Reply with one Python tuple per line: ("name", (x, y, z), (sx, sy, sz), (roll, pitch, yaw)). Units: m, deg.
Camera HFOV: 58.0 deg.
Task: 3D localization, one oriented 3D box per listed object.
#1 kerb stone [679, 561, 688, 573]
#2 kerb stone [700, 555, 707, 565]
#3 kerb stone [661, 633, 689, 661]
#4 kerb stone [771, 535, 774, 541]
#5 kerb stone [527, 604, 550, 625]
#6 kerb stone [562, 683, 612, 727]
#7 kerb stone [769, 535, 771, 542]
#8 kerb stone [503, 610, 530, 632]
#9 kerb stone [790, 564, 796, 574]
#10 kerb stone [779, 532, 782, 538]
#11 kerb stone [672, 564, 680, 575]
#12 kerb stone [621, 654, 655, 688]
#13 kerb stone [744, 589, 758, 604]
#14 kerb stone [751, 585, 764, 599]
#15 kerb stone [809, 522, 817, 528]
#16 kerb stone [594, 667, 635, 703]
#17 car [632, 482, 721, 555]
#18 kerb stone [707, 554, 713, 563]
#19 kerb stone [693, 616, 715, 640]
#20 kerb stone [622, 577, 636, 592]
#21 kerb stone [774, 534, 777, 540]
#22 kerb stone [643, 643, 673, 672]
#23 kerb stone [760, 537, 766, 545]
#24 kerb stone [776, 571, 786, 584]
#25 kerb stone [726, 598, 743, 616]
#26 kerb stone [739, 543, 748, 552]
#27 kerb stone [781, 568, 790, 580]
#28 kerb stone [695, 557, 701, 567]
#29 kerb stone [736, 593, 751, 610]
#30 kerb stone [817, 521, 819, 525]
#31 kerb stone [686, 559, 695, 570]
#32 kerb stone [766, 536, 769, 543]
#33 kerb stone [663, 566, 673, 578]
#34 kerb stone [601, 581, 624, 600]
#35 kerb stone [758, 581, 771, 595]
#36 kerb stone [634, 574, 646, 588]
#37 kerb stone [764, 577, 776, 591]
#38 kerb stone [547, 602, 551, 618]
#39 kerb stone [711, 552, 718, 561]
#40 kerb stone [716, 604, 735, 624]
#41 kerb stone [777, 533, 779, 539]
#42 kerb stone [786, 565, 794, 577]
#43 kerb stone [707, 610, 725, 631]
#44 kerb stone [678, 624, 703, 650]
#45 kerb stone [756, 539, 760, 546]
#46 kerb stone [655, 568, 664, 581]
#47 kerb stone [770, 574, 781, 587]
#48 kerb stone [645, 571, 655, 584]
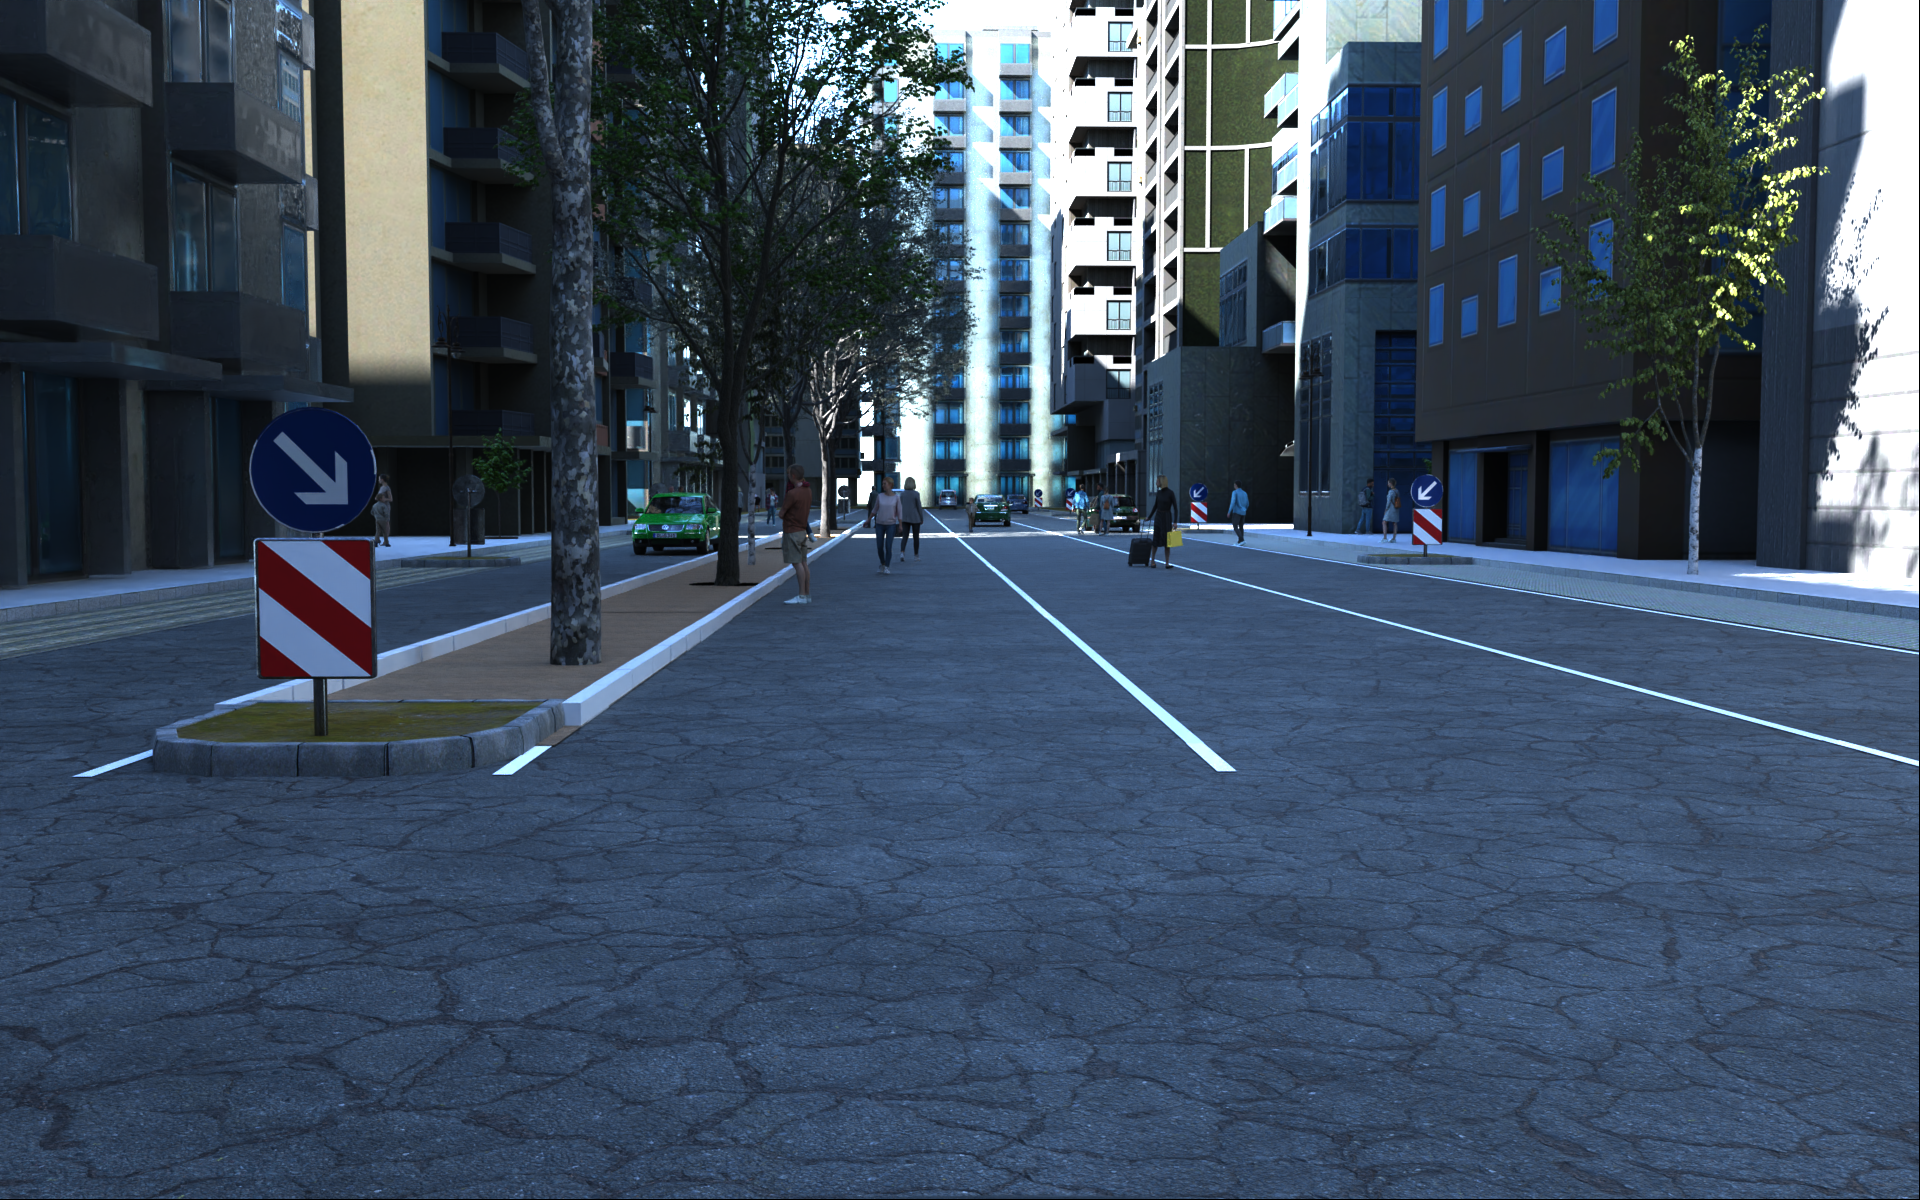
("kerb stone", (-5.129, -0.569, 31.566), (0.120, 0.150, 1.000), (0, 4, -2))
("kerb stone", (-5.223, -0.761, 34.637), (0.120, 0.150, 1.000), (0, 4, -2))
("kerb stone", (-2.533, 0.427, 15.233), (0.120, 0.150, 1.000), (0, 4, -2))
("kerb stone", (-5.753, -1.825, 52.040), (0.120, 0.150, 1.000), (0, 4, -2))
("kerb stone", (-4.757, 0.178, 19.282), (0.120, 0.150, 1.000), (0, 4, -2))
("kerb stone", (-2.404, 0.676, 11.135), (0.120, 0.150, 1.000), (0, 4, -2))
("kerb stone", (-5.729, -1.762, 51.009), (0.120, 0.150, 1.000), (0, 4, -2))
("kerb stone", (-4.727, 0.241, 18.261), (0.120, 0.150, 1.000), (0, 4, -2))
("kerb stone", (-2.998, -0.508, 30.606), (0.120, 0.150, 1.000), (0, 4, -2))
("kerb stone", (-5.846, -2.013, 55.106), (0.120, 0.150, 1.000), (0, 4, -2))
("kerb stone", (-5.102, -0.511, 30.543), (0.120, 0.150, 1.000), (0, 4, -2))
("kerb stone", (-2.473, 0.551, 13.182), (0.120, 0.150, 1.000), (0, 4, -2))
("kerb stone", (-2.750, -0.013, 22.407), (0.120, 0.150, 1.000), (0, 4, -2))
("kerb stone", (-2.787, -0.073, 23.436), (0.120, 0.150, 1.000), (0, 4, -2))
("kerb stone", (-6.501, -3.327, 76.584), (0.120, 0.150, 1.000), (0, 4, -2))
("kerb stone", (-2.440, 0.615, 12.159), (0.120, 0.150, 1.000), (0, 4, -2))
("car", (-6.857, -2.056, 42.419), (1.959, 1.807, 4.718), (0, 4, -1))
("kerb stone", (-5.256, -0.821, 35.659), (0.120, 0.150, 1.000), (0, 4, -2))
("kerb stone", (-2.587, 0.300, 17.291), (0.120, 0.150, 1.000), (0, 4, -2))
("kerb stone", (-4.936, -0.197, 25.421), (0.120, 0.150, 1.000), (0, 4, -2))
("kerb stone", (-5.788, -1.888, 53.062), (0.120, 0.150, 1.000), (0, 4, -2))
("kerb stone", (-2.505, 0.491, 14.210), (0.120, 0.150, 1.000), (0, 4, -2))
("kerb stone", (-5.662, -1.637, 48.964), (0.120, 0.150, 1.000), (0, 4, -2))
("kerb stone", (-2.895, -0.320, 27.531), (0.120, 0.150, 1.000), (0, 4, -2))
("kerb stone", (-2.690, 0.114, 20.357), (0.120, 0.150, 1.000), (0, 4, -2))
("kerb stone", (-5.505, -1.324, 43.854), (0.120, 0.150, 1.000), (0, 4, -2))
("kerb stone", (-2.934, -0.389, 28.558), (0.120, 0.150, 1.000), (0, 4, -2))
("kerb stone", (-5.189, -0.690, 33.610), (0.120, 0.150, 1.000), (0, 4, -2))
("kerb stone", (-2.719, 0.050, 21.385), (0.120, 0.150, 1.000), (0, 4, -2))
("kerb stone", (-6.535, -3.389, 77.606), (0.120, 0.150, 1.000), (0, 4, -2))
("kerb stone", (-5.159, -0.636, 32.588), (0.120, 0.150, 1.000), (0, 4, -2))
("kerb stone", (-5.696, -1.699, 49.987), (0.120, 0.150, 1.000), (0, 4, -2))
("kerb stone", (-5.070, -0.448, 29.521), (0.120, 0.150, 1.000), (0, 4, -2))
("kerb stone", (-4.912, -0.130, 24.399), (0.120, 0.150, 1.000), (0, 4, -2))
("kerb stone", (-2.811, -0.136, 24.460), (0.120, 0.150, 1.000), (0, 4, -2))
("kerb stone", (-4.973, -0.260, 26.453), (0.120, 0.150, 1.000), (0, 4, -2))
("kerb stone", (-2.837, -0.200, 25.483), (0.120, 0.150, 1.000), (0, 4, -2))
("kerb stone", (-4.784, 0.115, 20.312), (0.120, 0.150, 1.000), (0, 4, -2))
("kerb stone", (-5.292, -0.886, 36.684), (0.120, 0.150, 1.000), (0, 4, -2))
("kerb stone", (-2.653, 0.175, 19.335), (0.120, 0.150, 1.000), (0, 4, -2))
("kerb stone", (-5.823, -1.950, 54.084), (0.120, 0.150, 1.000), (0, 4, -2))
("kerb stone", (-2.966, -0.452, 29.579), (0.120, 0.150, 1.000), (0, 4, -2))
("kerb stone", (-2.621, 0.242, 18.313), (0.120, 0.150, 1.000), (0, 4, -2))
("kerb stone", (-2.560, 0.363, 16.256), (0.120, 0.150, 1.000), (0, 4, -2))
("kerb stone", (-5.597, -1.506, 46.920), (0.120, 0.150, 1.000), (0, 4, -2))
("kerb stone", (-5.036, -0.385, 28.497), (0.120, 0.150, 1.000), (0, 4, -2))
("kerb stone", (-2.878, -0.264, 26.506), (0.120, 0.150, 1.000), (0, 4, -2))
("kerb stone", (-5.007, -0.323, 27.474), (0.120, 0.150, 1.000), (0, 4, -2))
